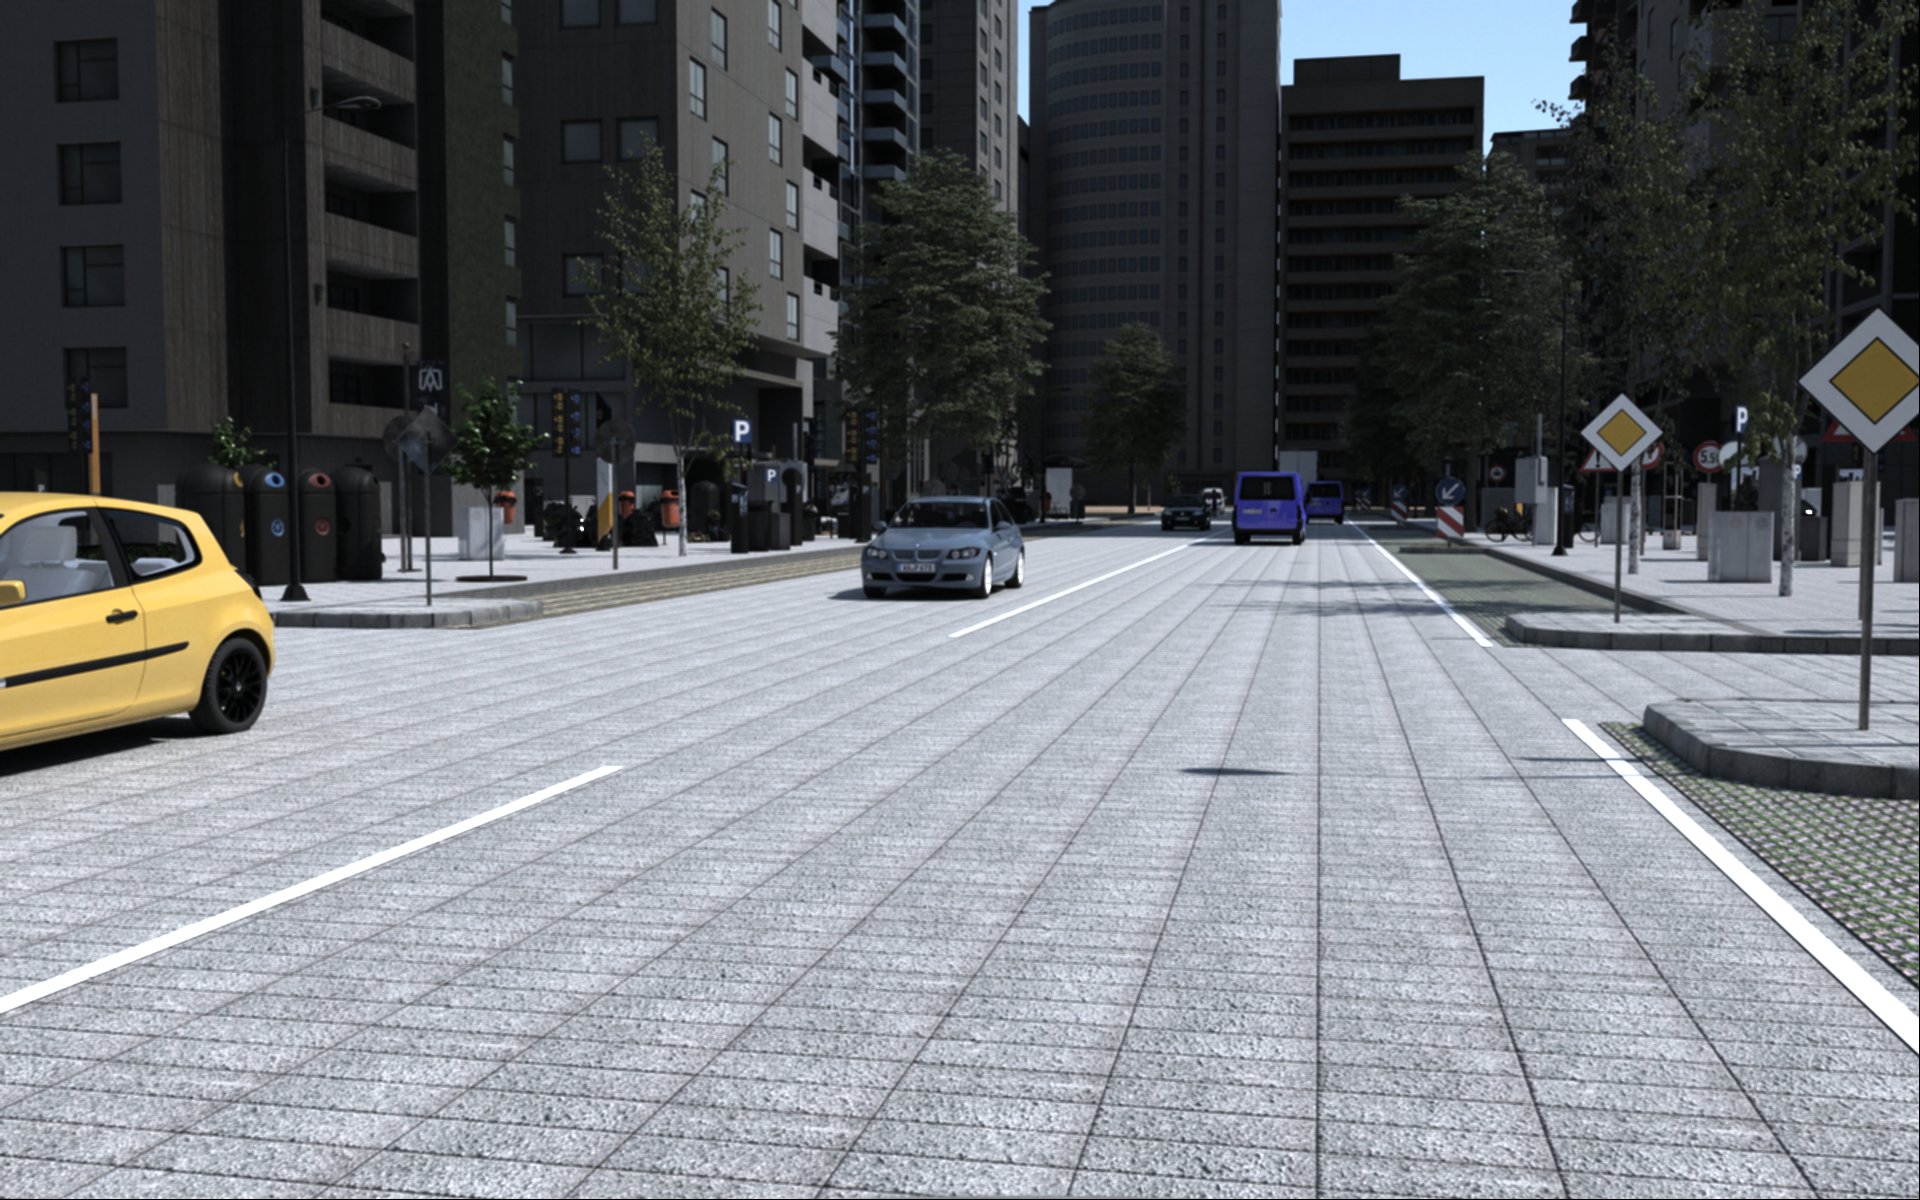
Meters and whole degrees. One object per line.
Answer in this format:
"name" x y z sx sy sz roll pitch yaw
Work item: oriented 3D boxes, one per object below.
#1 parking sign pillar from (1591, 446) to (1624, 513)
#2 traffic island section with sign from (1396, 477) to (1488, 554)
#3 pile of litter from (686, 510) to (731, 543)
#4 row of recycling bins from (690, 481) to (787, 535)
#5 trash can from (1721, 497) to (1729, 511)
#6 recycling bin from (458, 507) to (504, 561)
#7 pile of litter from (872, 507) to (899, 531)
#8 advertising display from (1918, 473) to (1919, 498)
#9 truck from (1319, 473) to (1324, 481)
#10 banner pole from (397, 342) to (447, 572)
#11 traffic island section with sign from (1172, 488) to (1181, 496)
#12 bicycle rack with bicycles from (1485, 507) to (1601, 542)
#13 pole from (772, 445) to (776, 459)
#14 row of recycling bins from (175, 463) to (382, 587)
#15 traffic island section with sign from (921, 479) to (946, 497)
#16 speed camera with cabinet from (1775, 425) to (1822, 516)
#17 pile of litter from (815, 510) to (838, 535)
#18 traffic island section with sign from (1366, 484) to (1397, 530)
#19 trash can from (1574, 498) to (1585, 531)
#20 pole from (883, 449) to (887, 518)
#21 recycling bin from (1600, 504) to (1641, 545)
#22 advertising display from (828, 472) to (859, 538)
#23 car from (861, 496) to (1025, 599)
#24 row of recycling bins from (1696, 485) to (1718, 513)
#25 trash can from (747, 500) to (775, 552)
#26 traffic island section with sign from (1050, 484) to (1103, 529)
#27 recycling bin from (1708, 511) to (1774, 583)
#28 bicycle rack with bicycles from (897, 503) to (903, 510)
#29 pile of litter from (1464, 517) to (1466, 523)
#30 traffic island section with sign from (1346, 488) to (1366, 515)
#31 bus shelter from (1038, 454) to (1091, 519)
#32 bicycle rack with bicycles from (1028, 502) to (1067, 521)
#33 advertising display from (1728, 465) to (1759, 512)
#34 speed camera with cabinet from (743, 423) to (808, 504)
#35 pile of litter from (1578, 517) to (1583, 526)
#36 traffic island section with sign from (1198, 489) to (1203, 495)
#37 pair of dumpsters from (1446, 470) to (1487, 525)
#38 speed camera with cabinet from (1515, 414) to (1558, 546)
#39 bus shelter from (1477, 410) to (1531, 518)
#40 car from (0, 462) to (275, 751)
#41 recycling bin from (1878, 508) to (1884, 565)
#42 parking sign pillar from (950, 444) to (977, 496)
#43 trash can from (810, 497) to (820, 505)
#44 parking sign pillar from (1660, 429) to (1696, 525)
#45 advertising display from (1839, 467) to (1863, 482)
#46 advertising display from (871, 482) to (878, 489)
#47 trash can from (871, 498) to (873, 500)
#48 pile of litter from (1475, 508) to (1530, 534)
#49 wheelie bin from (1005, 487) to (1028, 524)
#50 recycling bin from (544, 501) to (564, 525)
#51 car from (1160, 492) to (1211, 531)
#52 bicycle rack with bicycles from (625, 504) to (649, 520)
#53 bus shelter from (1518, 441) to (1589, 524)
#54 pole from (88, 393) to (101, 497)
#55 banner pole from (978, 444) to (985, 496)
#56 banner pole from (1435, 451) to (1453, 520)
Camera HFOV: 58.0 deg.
"parking sign pillar" 29.274 -5.494 78.303 1.447 3.967 1.447 0 4 4
"traffic island section with sign" 11.713 -2.040 41.986 1.989 1.847 2.006 1 4 12
"pile of litter" -6.833 -1.978 46.298 1.176 0.858 1.719 3 5 45
"row of recycling bins" -6.988 -2.956 55.447 3.534 1.692 1.069 -3 5 -41
"trash can" 36.537 -4.318 82.258 0.748 1.137 0.748 0 3 0
"recycling bin" -9.271 -1.283 33.527 0.722 1.027 0.722 -2 4 -30
"pile of litter" -2.529 -2.817 60.016 1.176 0.858 1.719 -3 5 -44
"advertising display" 27.428 -2.653 48.598 0.974 1.923 0.123 3 5 40
"truck" 24.740 -7.994 126.618 3.469 3.379 9.791 1 4 13
"banner pole" -8.902 -2.364 28.668 0.863 3.779 0.401 0 4 -6
"traffic island section with sign" 15.040 -6.818 120.097 1.989 1.847 2.006 1 4 12
"bicycle rack with bicycles" 15.799 -2.049 46.885 2.925 0.926 2.852 1 4 20
"pole" -7.709 -4.775 71.911 0.158 3.312 0.155 0 3 0
"row of recycling bins" -9.675 -1.074 24.677 1.069 1.692 3.534 1 4 22
"traffic island section with sign" -0.729 -2.173 44.149 1.989 1.847 2.006 1 4 12
"speed camera with cabinet" 23.206 -3.286 48.062 0.660 3.252 2.038 0 4 -5
"pile of litter" -4.352 -2.498 54.808 1.176 0.858 1.719 1 4 22
"traffic island section with sign" 17.309 -3.687 68.913 1.989 1.847 2.006 1 4 12
"trash can" 20.168 -2.777 57.056 0.748 1.137 0.748 0 3 0
"pole" -3.372 -5.136 77.809 0.158 3.312 0.155 0 3 0
"recycling bin" 16.935 -1.948 44.399 0.722 1.027 0.722 -2 4 -34
"advertising display" -3.366 -2.751 50.194 0.974 1.923 0.123 2 4 26
"car" -0.158 -0.815 25.320 2.014 1.417 4.499 1 4 11
"row of recycling bins" 33.637 -4.378 78.689 1.069 1.692 3.534 3 4 38
"trash can" -4.510 -1.654 38.691 0.748 1.137 0.748 0 3 0
"traffic island section with sign" 4.807 -3.803 70.805 1.989 1.847 2.006 1 4 12
"recycling bin" 11.403 -0.780 25.310 0.722 1.027 0.722 1 4 9
"bicycle rack with bicycles" -1.516 -3.786 75.284 2.852 0.926 2.925 1 4 23
"pile of litter" 21.711 -3.797 76.053 1.719 0.858 1.176 -2 4 -31
"traffic island section with sign" 27.262 -6.621 116.881 1.989 1.847 2.006 1 4 12
"bus shelter" 5.536 -5.944 91.107 2.014 3.302 5.546 1 4 12
"bicycle rack with bicycles" 3.769 -4.312 83.887 2.852 0.926 2.925 3 4 36
"advertising display" 17.270 -1.998 37.874 0.123 1.923 0.974 -2 4 -30
"speed camera with cabinet" -5.302 -3.294 48.189 2.038 3.252 0.660 1 4 8
"pile of litter" 22.667 -3.125 65.059 1.719 0.858 1.176 -1 4 -21
"traffic island section with sign" 20.588 -8.449 146.776 1.989 1.847 2.006 1 4 12
"pair of dumpsters" 21.158 -4.293 72.681 1.574 2.255 4.437 1 4 12
"speed camera with cabinet" 14.566 -2.994 43.285 0.660 3.252 2.038 3 5 42
"bus shelter" 25.081 -6.293 80.523 2.179 5.291 8.768 1 4 12
"car" -5.421 0.063 9.190 2.015 1.641 3.980 1 4 12
"recycling bin" 16.419 -1.170 31.691 0.722 1.027 0.722 1 4 17
"parking sign pillar" 0.186 -6.042 87.260 1.447 3.967 1.447 -1 4 -18
"trash can" -6.699 -4.087 78.482 0.748 1.137 0.748 0 3 0
"parking sign pillar" 29.649 -5.077 71.478 1.447 3.967 1.447 3 5 41
"advertising display" 21.354 -2.238 41.798 0.974 1.923 0.123 2 4 33
"advertising display" -4.746 -5.412 93.700 0.123 1.923 0.974 2 4 28
"trash can" -3.295 -2.852 58.288 0.748 1.137 0.748 0 3 0
"pile of litter" 17.525 -2.561 55.832 1.176 0.858 1.719 -3 5 -43
"wheelie bin" 2.395 -4.039 73.948 0.980 1.594 0.693 -2 4 -29
"recycling bin" -14.808 -3.063 62.635 0.722 1.027 0.722 2 4 34
"car" 8.962 -3.592 68.515 2.009 1.686 4.222 1 4 12
"bicycle rack with bicycles" -11.510 -3.202 65.735 2.925 0.926 2.852 -1 4 -13
"bus shelter" 23.586 -4.596 69.065 2.014 3.302 5.546 1 4 12
"pole" -17.585 -2.529 35.186 0.158 3.312 0.155 0 3 0
"banner pole" 0.837 -4.833 69.038 0.401 3.779 0.863 2 4 26
"banner pole" 23.961 -5.848 85.639 0.863 3.779 0.401 1 4 20
